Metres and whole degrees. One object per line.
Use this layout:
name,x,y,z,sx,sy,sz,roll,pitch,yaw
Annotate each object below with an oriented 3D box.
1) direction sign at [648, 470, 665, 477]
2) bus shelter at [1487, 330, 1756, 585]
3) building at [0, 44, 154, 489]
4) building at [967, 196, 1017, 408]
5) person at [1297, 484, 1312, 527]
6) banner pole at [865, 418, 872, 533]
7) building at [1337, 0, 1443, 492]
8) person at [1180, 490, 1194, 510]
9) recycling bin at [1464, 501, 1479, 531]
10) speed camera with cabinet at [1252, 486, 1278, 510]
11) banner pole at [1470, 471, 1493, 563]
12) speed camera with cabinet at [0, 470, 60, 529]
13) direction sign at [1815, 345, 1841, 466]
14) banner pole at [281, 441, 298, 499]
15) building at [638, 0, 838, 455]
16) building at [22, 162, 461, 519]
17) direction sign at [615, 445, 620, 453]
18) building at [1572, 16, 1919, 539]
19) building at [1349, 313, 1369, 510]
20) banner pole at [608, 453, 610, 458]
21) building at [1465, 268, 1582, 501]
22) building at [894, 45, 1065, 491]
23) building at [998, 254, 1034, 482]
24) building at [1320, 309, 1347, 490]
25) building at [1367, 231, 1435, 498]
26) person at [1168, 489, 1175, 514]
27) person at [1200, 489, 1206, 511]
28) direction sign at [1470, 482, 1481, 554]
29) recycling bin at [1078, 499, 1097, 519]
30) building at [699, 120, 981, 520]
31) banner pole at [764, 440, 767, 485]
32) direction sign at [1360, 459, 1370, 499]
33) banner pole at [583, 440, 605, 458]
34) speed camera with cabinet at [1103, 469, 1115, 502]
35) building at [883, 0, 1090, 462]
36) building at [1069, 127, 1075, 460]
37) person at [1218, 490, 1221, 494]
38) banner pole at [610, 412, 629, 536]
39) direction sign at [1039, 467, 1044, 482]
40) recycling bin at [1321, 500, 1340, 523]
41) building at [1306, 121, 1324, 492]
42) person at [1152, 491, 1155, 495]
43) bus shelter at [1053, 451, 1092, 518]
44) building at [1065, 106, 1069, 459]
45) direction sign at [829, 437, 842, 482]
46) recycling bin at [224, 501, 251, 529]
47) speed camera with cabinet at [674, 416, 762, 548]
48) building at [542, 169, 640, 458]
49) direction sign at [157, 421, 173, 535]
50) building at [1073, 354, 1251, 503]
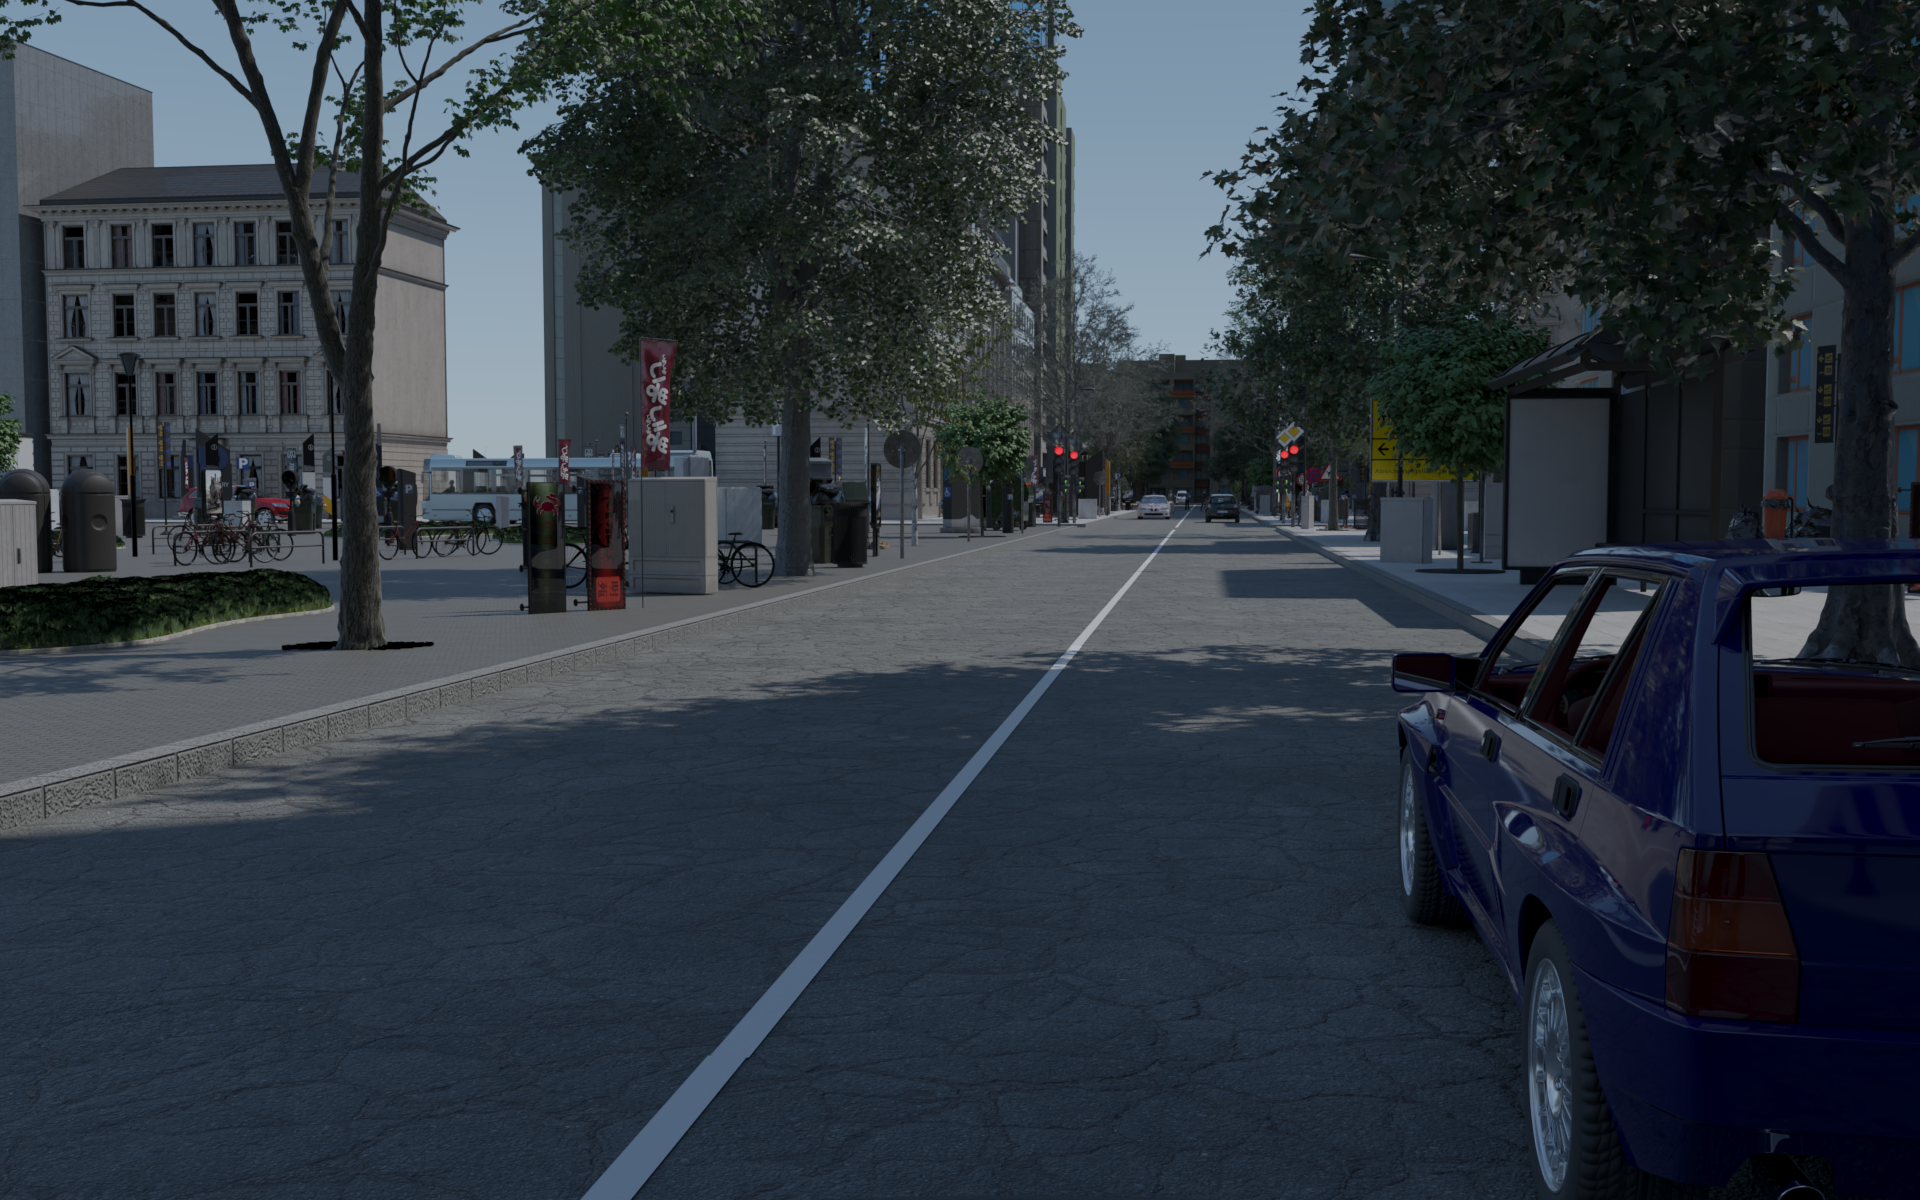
direction sign,-10.443,-4.125,59.438,0.876,3.537,0.379,2,4,34
bus shelter,8.112,-1.711,21.905,2.014,3.302,5.546,1,4,8
building,-57.989,-17.103,97.650,19.932,24.808,12.078,0,4,8
building,-4.042,-16.915,118.358,13.314,21.916,24.055,0,4,8
person,14.093,-3.810,70.764,0.622,1.834,0.822,0,4,-7
banner pole,-3.070,-4.112,57.251,0.401,3.779,0.863,-1,4,-14
building,47.335,-33.190,162.259,23.786,49.044,30.456,0,4,8
person,20.277,-8.942,154.691,1.348,1.826,0.705,-1,4,-17
recycling bin,17.994,-2.966,61.045,0.722,1.027,0.722,-1,4,-9
speed camera with cabinet,24.527,-8.863,139.250,2.038,3.252,0.660,3,4,36
banner pole,9.685,-2.560,31.874,0.401,3.779,0.863,0,4,4
speed camera with cabinet,-32.809,-4.067,60.831,2.038,3.252,0.660,0,4,1
direction sign,13.283,-2.094,26.241,0.379,3.537,0.876,-1,4,-17
banner pole,-31.953,-5.652,82.435,0.863,3.779,0.401,0,4,-2
building,-26.469,-47.380,212.907,20.611,71.187,20.563,0,4,8
building,-38.456,-14.048,94.305,19.286,19.102,10.561,0,4,8
direction sign,-15.611,-5.349,79.452,0.379,3.537,0.876,-2,4,-34
building,32.105,-12.002,41.264,27.650,21.520,28.899,0,4,8
building,37.938,-19.521,137.195,12.078,24.808,19.932,0,4,8
banner pole,-18.783,-6.330,93.512,0.401,3.779,0.863,1,4,21
building,35.278,-15.165,84.108,21.152,22.565,11.583,0,4,8
building,1.740,-29.138,159.995,14.154,41.232,14.086,0,4,8
building,-0.084,-17.353,138.471,10.420,20.320,16.860,0,4,8
building,46.389,-32.740,185.410,14.600,45.320,14.200,0,4,8
building,35.236,-20.267,117.271,13.634,28.700,20.117,0,4,8
person,15.017,-6.986,123.273,0.519,1.759,0.362,1,4,16
person,20.128,-8.212,142.539,0.755,1.850,0.659,0,4,8
direction sign,11.237,-2.776,37.377,0.876,3.537,0.379,0,4,6
recycling bin,6.601,-4.712,89.593,0.722,1.027,0.722,-2,4,-31
building,-5.936,-15.861,95.487,11.583,22.565,21.152,0,4,8
banner pole,-9.012,-5.511,80.115,0.401,3.779,0.863,0,4,1
direction sign,25.929,-7.260,110.696,0.876,3.537,0.379,-1,4,-20
banner pole,-16.923,-5.486,79.714,0.863,3.779,0.401,1,4,13
speed camera with cabinet,11.849,-8.809,138.370,0.660,3.252,2.038,-1,4,-10
building,-0.469,-54.783,208.369,31.000,86.520,22.319,0,4,8
building,4.940,-30.891,188.658,14.154,41.232,14.086,0,4,8
person,24.462,-9.458,163.152,0.705,1.823,1.348,1,4,19
banner pole,-10.301,-3.864,53.187,0.401,3.779,0.863,-2,4,-30
direction sign,6.610,-9.258,143.358,0.379,3.537,0.876,3,5,44
recycling bin,16.237,-3.874,75.896,0.722,1.027,0.722,1,4,21
building,51.980,-35.407,202.602,21.300,48.544,21.600,0,4,8
person,25.778,-13.669,231.858,0.599,1.838,0.709,-1,4,-18
bus shelter,6.294,-6.436,96.514,1.731,3.624,6.357,0,4,8
building,3.048,-30.001,174.114,14.154,41.232,14.086,0,4,8
direction sign,-4.985,-4.730,69.327,0.379,3.537,0.876,2,4,30
recycling bin,-26.985,-3.189,64.700,0.722,1.027,0.722,0,4,3
speed camera with cabinet,-5.788,-2.882,41.464,2.038,3.252,0.660,-2,4,-33
building,-43.651,-32.783,219.595,14.086,41.232,14.154,0,4,8
direction sign,-24.918,-3.809,54.273,0.379,3.537,0.876,0,4,-1
building,31.322,-25.070,254.926,28.899,21.520,27.650,0,4,8
